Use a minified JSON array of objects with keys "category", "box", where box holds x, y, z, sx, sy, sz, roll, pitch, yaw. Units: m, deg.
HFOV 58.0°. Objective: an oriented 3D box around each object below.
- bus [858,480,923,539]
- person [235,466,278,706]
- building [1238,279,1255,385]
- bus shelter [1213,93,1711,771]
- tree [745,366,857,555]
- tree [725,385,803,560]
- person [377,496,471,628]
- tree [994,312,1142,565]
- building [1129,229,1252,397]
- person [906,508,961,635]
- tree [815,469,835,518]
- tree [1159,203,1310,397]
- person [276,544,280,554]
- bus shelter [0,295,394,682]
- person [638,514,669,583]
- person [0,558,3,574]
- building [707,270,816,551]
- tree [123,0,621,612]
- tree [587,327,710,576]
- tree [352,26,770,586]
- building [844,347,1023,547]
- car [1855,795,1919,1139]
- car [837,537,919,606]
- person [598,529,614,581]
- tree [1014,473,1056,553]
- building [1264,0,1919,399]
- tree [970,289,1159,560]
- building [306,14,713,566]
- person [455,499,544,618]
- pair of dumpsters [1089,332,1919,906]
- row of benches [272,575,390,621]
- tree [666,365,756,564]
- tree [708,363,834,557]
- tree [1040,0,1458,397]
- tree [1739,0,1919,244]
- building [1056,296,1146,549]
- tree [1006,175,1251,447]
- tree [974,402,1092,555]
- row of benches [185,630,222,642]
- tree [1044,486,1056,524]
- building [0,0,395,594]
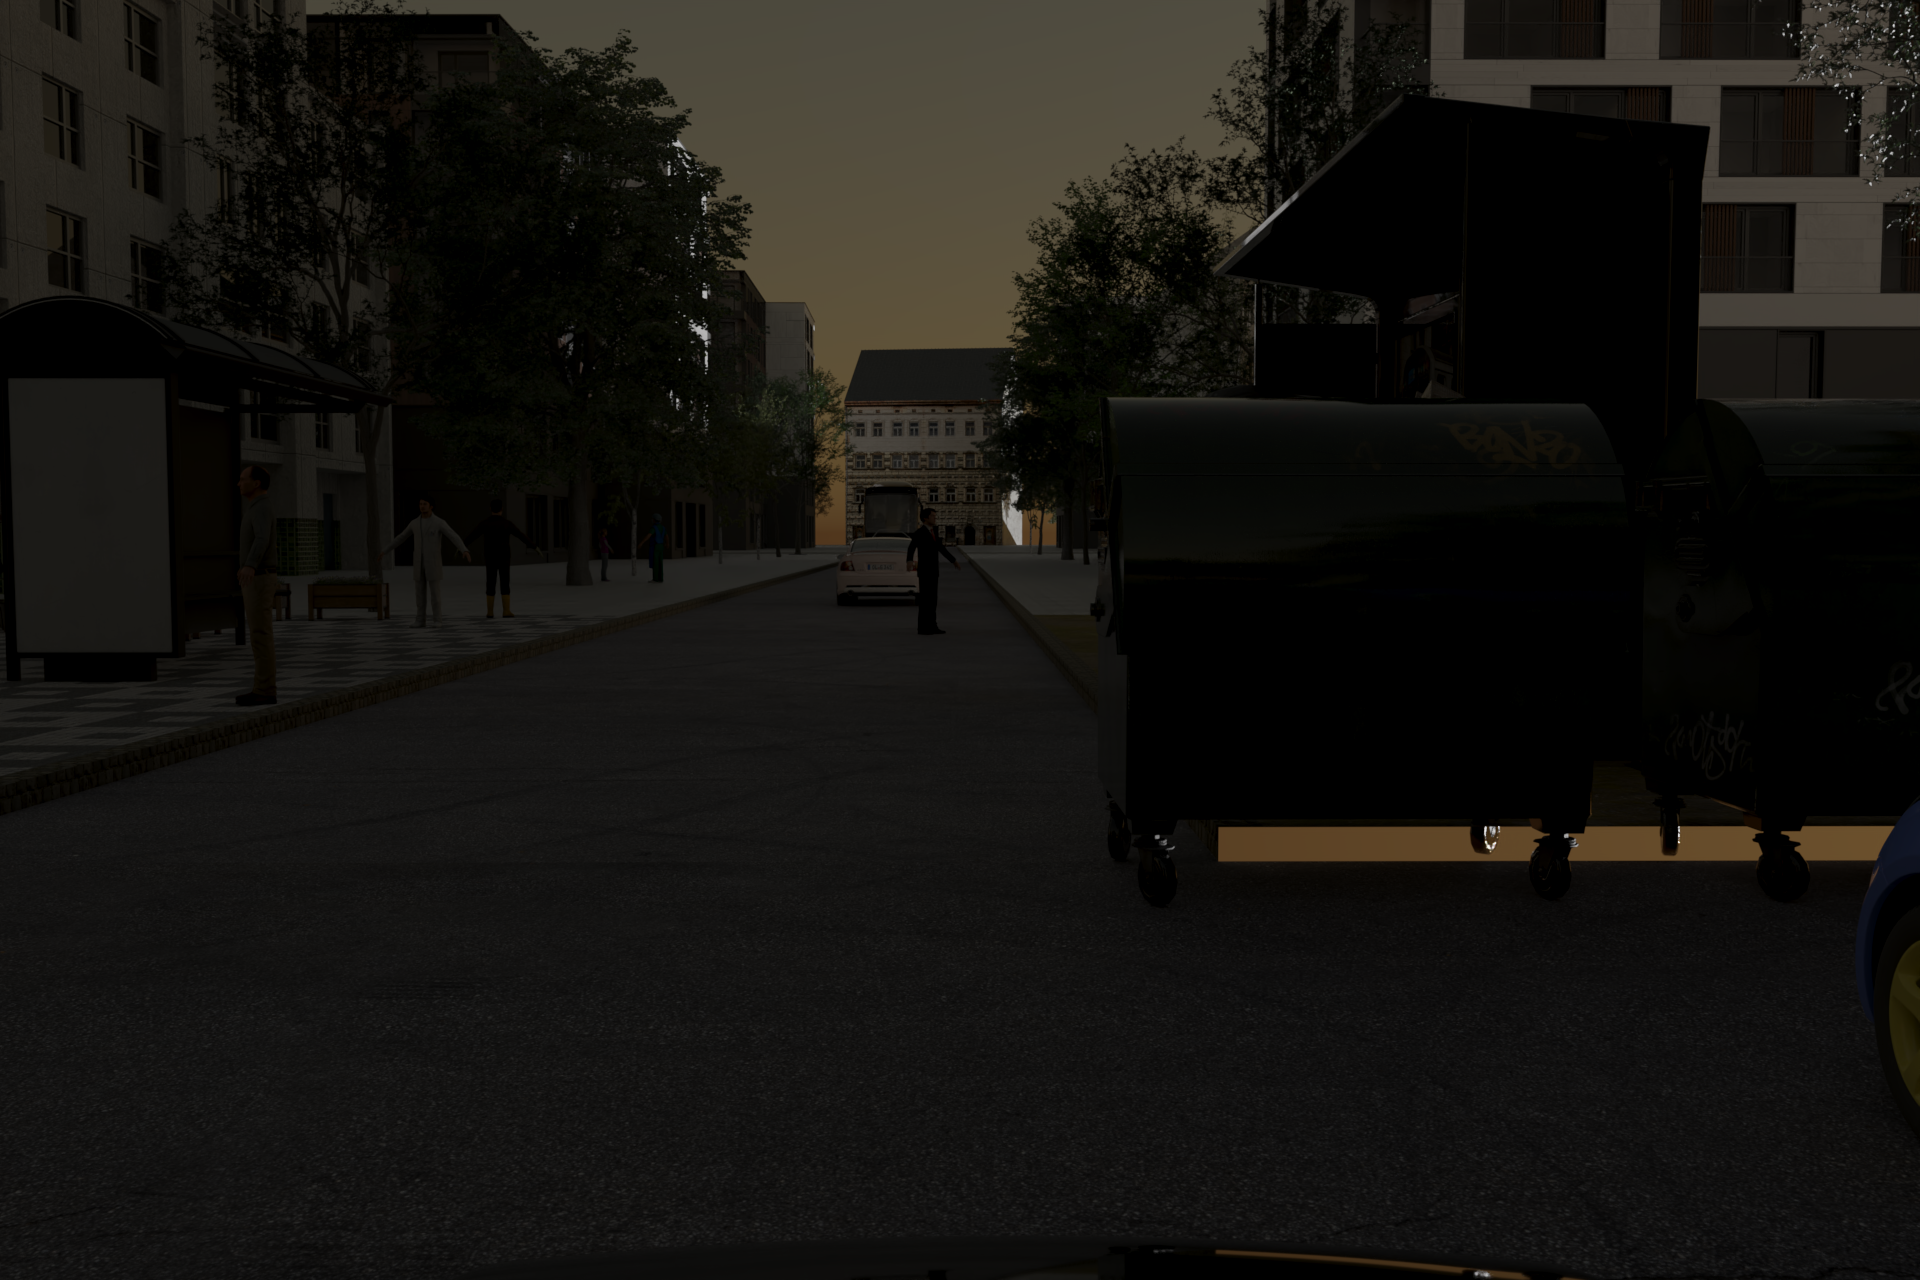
[{"category":"bus","box":[-3.171,-5.595,83.027,2.896,3.916,12.252,0,4,-1]},{"category":"person","box":[-5.331,-0.417,13.095,0.705,1.796,1.348,-1,4,-23]},{"category":"building","box":[24.729,-15.651,86.830,19.493,23.208,18.063,0,4,0]},{"category":"bus shelter","box":[3.163,-1.291,12.398,1.731,3.624,6.357,0,4,-1]},{"category":"tree","box":[-9.860,-11.052,106.458,9.928,11.665,9.643,0,3,0]},{"category":"tree","box":[-9.958,-8.296,86.009,4.737,8.622,4.395,0,3,0]},{"category":"person","box":[-7.315,-1.074,23.746,1.347,1.806,0.705,1,4,9]},{"category":"tree","box":[4.936,-8.405,71.832,7.601,10.594,8.767,-1,4,-11]},{"category":"building","box":[20.971,-18.514,133.634,19.493,23.208,18.063,0,3,0]},{"category":"person","box":[-0.428,-0.986,24.757,0.705,1.806,1.347,2,4,32]},{"category":"tree","box":[-18.008,-16.314,201.150,7.601,10.594,8.767,0,4,-3]},{"category":"tree","box":[5.797,-5.446,39.410,4.360,8.622,3.978,0,3,0]},{"category":"person","box":[-12.230,-1.485,30.748,0.721,1.772,1.216,-1,4,-14]},{"category":"bus shelter","box":[-7.578,-1.441,17.487,2.014,3.302,5.546,0,4,-1]},{"category":"person","box":[-7.993,-2.409,45.506,0.704,1.817,1.347,2,4,25]},{"category":"person","box":[-9.633,-0.646,16.330,0.705,1.858,1.354,2,4,28]},{"category":"building","box":[-27.528,-18.738,150.348,27.936,21.610,32.646,0,4,-1]},{"category":"tree","box":[-9.569,-5.758,28.550,8.767,10.594,7.601,0,4,3]},{"category":"tree","box":[-9.961,-6.300,53.372,4.737,8.622,4.395,0,3,0]},{"category":"tree","box":[-9.626,-8.330,42.843,9.857,13.997,8.962,0,3,0]},{"category":"building","box":[-2.709,-22.665,203.954,18.063,23.208,19.493,1,4,9]},{"category":"car","box":[3.083,0.412,2.858,1.945,1.707,3.694,0,4,-1]},{"category":"car","box":[-1.555,-1.452,36.104,2.083,1.381,4.827,0,4,0]},{"category":"person","box":[-9.598,-2.309,47.023,0.599,1.433,0.991,-2,4,-28]},{"category":"tree","box":[4.915,-10.032,114.386,4.737,8.622,4.395,0,3,0]},{"category":"building","box":[23.811,-13.140,58.807,27.936,21.610,32.646,0,4,0]},{"category":"tree","box":[5.240,-10.937,85.480,9.857,13.997,8.962,0,3,0]},{"category":"building","box":[-28.487,-14.730,84.813,27.936,21.610,32.646,0,4,0]},{"category":"person","box":[-7.075,-1.247,26.529,1.346,1.812,0.704,0,4,-3]},{"category":"pair of dumpsters","box":[2.749,-0.137,7.190,4.436,2.255,1.574,0,4,-1]},{"category":"row of benches","box":[-10.451,-0.624,25.662,4.104,0.672,1.422,0,4,-8]},{"category":"tree","box":[-10.522,-7.585,74.385,4.737,8.622,4.395,0,3,0]},{"category":"tree","box":[-10.342,-9.839,95.277,7.601,10.594,8.767,0,4,3]},{"category":"tree","box":[5.596,-5.823,29.611,8.767,10.594,7.601,-1,4,-9]},{"category":"tree","box":[11.787,-6.420,15.342,12.009,13.543,11.850,0,3,0]},{"category":"building","box":[22.977,-19.647,165.209,27.936,21.610,32.646,0,4,0]},{"category":"tree","box":[4.931,-7.671,51.171,9.928,11.665,9.643,0,3,0]},{"category":"tree","box":[5.024,-10.531,106.597,8.767,10.594,7.601,-1,4,-20]},{"category":"row of benches","box":[-9.449,-0.292,20.230,1.422,0.672,4.104,-1,4,-9]},{"category":"tree","box":[13.295,-17.315,201.224,7.486,12.596,7.792,0,3,0]},{"category":"building","box":[-28.490,-10.941,45.346,16.747,18.905,31.486,0,3,0]}]
